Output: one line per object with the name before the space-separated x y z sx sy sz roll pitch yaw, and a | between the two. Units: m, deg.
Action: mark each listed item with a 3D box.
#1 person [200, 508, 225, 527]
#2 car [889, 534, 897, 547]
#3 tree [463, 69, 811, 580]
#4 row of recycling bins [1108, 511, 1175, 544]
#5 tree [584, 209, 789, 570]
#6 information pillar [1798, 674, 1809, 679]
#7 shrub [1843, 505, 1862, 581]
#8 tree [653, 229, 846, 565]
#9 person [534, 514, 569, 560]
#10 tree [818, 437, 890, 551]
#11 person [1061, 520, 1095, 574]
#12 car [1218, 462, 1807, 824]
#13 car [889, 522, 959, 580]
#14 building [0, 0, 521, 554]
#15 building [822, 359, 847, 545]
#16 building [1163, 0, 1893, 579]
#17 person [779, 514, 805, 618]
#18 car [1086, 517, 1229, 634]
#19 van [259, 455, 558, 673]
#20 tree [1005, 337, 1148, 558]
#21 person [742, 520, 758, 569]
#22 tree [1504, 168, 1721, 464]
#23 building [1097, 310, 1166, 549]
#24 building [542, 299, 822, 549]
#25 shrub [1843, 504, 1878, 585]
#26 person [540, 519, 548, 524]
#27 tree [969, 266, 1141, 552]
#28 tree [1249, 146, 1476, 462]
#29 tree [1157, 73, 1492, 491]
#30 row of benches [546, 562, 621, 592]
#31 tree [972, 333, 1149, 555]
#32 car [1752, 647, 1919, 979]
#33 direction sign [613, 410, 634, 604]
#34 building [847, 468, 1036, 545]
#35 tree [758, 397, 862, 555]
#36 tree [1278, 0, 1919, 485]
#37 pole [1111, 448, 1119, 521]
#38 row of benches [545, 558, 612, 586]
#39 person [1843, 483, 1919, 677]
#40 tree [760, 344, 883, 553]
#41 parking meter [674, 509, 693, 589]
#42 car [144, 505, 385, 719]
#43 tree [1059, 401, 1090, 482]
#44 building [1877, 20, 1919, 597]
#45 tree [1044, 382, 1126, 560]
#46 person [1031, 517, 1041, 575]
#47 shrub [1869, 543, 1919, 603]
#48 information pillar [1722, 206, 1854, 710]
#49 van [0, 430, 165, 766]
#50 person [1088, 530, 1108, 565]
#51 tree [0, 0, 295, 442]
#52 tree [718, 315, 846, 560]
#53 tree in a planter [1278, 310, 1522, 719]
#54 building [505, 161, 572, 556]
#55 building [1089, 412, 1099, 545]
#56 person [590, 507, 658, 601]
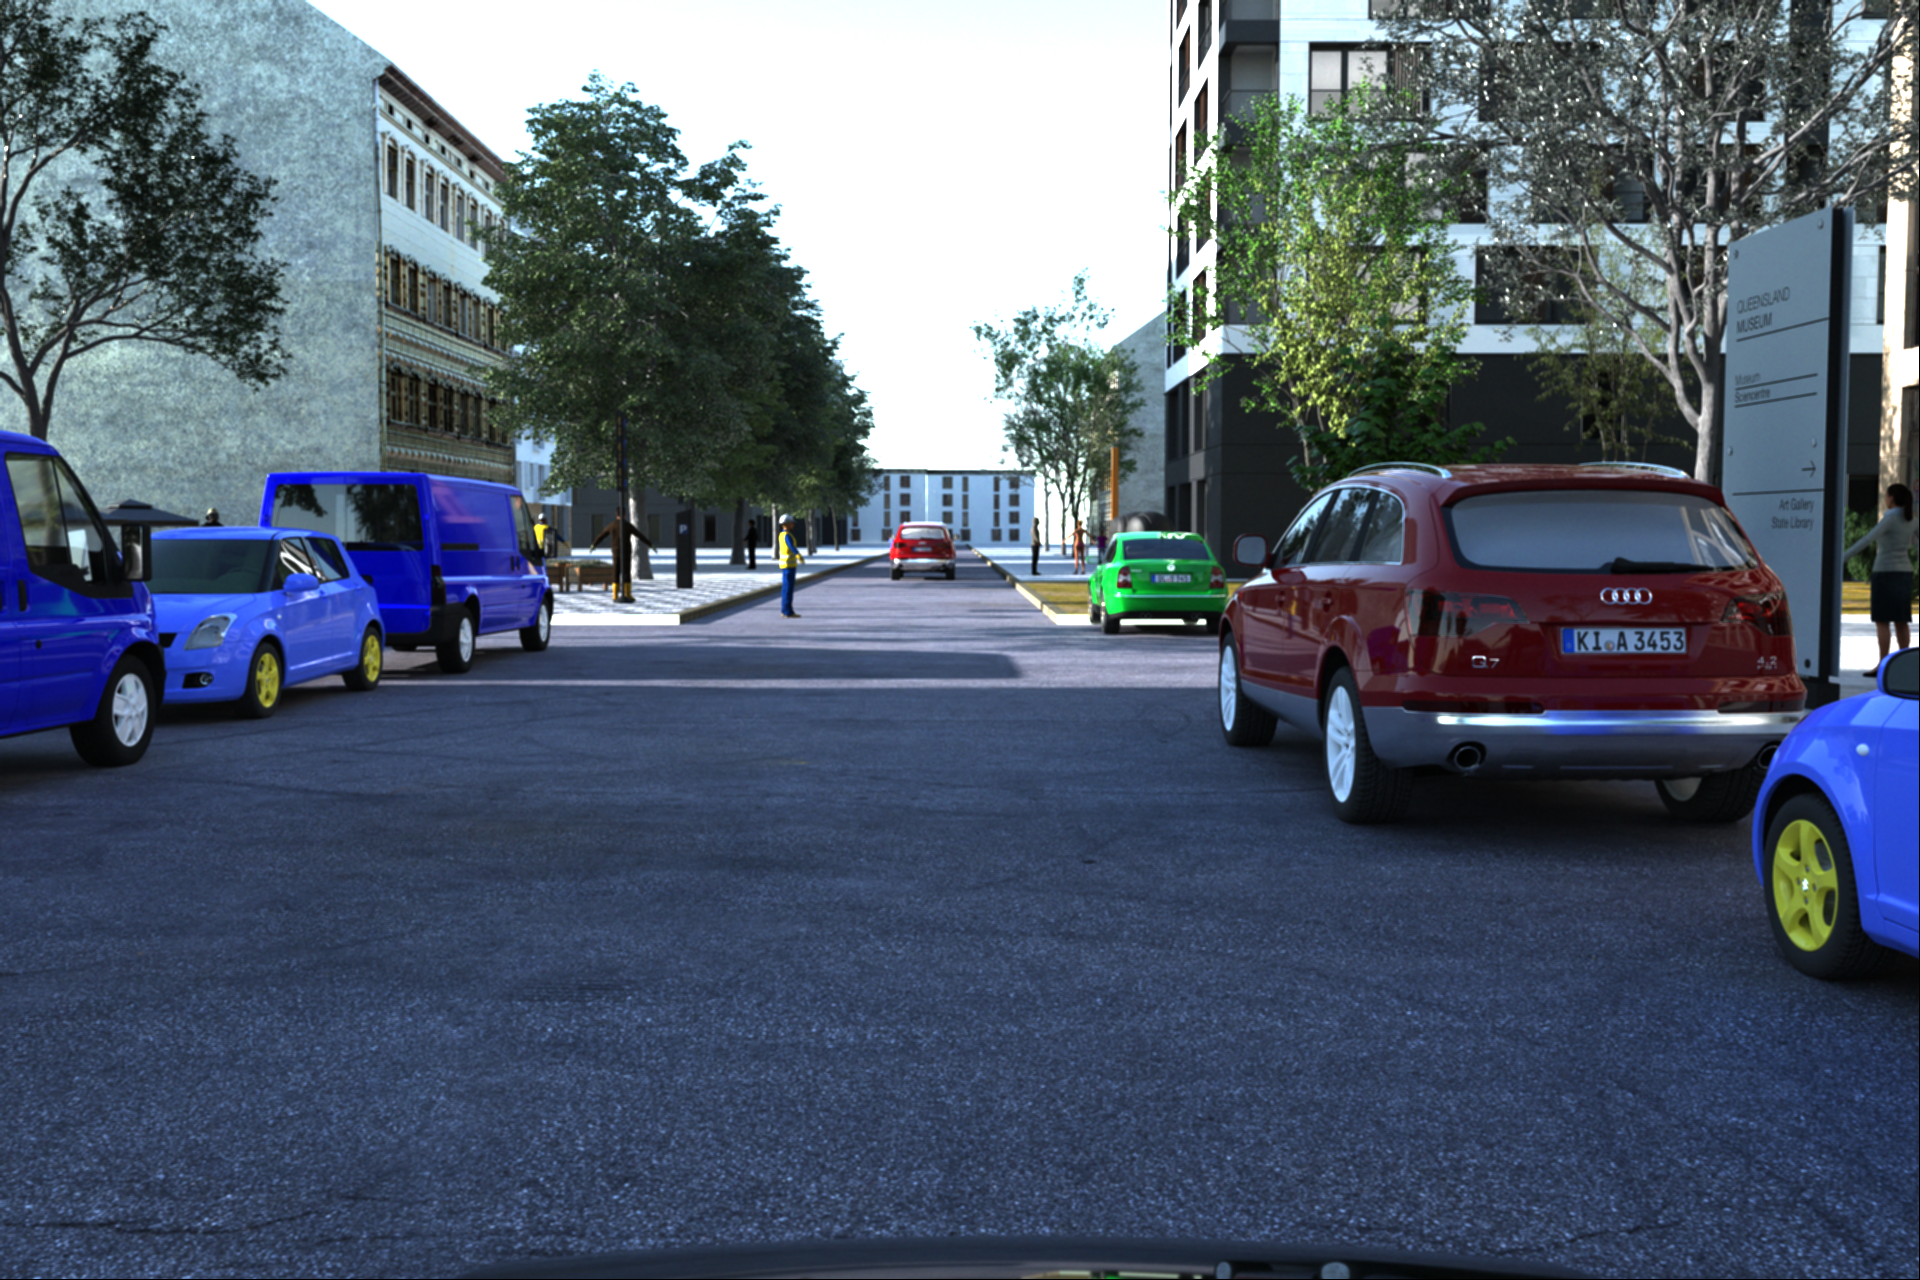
person | -16.475 -1.986 38.247 1.354 1.856 0.705 -3 4 -37
car | -3.399 -5.990 107.520 1.945 1.707 3.694 0 3 0
tree | -8.983 -8.656 48.181 9.857 13.997 8.962 0 3 0
row of recycling bins | 3.367 -1.574 32.845 1.069 1.692 3.534 0 4 -2
tree | -9.899 -8.768 61.490 7.486 12.596 7.792 0 3 0
information pillar | 6.945 -0.615 14.545 0.304 2.012 0.304 0 3 0
shrub | 24.196 -2.656 47.463 1.661 2.075 1.752 0 3 0
tree | -9.369 -10.162 72.810 9.857 13.997 8.962 0 3 0
person | -11.237 -2.496 46.778 1.349 1.833 0.705 1 4 10
tree | -9.436 -12.048 131.398 8.767 10.594 7.601 -2 4 -24
person | 3.810 -2.985 55.611 1.217 1.733 0.721 -1 4 -23
car | 2.852 -0.089 10.126 2.281 1.827 5.304 0 4 -1
car | -1.162 -2.870 55.591 2.281 1.827 5.304 0 4 0
building | -28.085 -14.279 64.392 19.493 23.208 18.063 0 4 -1
building | -27.790 -21.768 199.888 27.936 21.610 32.646 0 4 -1
building | 21.406 -13.527 65.144 27.936 21.610 32.646 0 4 0
person | -2.879 -1.279 29.833 0.721 1.772 1.216 -1 4 -19
car | 2.936 -1.068 26.257 1.959 1.807 4.718 0 3 0
van | -6.012 -0.923 19.471 2.240 2.365 5.245 0 4 0
tree | 6.200 -10.195 92.441 9.928 11.665 9.643 0 3 0
person | -7.599 -3.475 63.008 0.705 1.806 1.347 1 4 13
tree | 12.954 -5.114 33.979 4.360 8.622 3.978 0 3 0
building | 21.981 -19.500 149.756 19.493 23.208 18.063 0 4 0
building | -28.598 -19.760 167.058 27.936 21.610 32.646 0 4 0
shrub | 23.057 -2.389 43.476 1.690 2.028 1.600 0 3 0
person | -13.344 -3.017 55.455 1.347 1.817 0.704 3 4 36
tree | 6.634 -16.405 124.111 12.611 20.169 13.585 0 3 0
tree | 7.323 -5.061 33.104 4.737 8.622 4.395 0 3 0
tree | 8.394 -7.019 40.523 9.928 11.665 9.643 0 3 0
row of benches | -9.400 -1.378 37.992 4.104 0.672 1.422 -3 5 -42
tree | 6.338 -11.889 104.747 12.009 13.543 11.850 0 3 0
car | 3.568 0.311 4.505 1.945 1.707 3.694 0 4 -1
direction sign | -6.253 -2.450 32.055 0.379 3.537 0.876 0 4 0
building | -4.296 -16.960 221.896 28.070 9.664 9.099 0 4 -2
tree | -9.307 -10.362 103.839 7.601 10.594 8.767 2 4 25
tree | 9.244 -6.793 21.434 12.009 13.543 11.850 0 3 0
pole | 3.667 -2.885 41.014 0.158 3.312 0.155 0 3 0
row of benches | -10.299 -1.775 44.480 4.104 0.672 1.422 3 5 44
person | 8.319 -0.534 15.559 1.217 1.735 0.721 -1 4 -19
tree | -9.970 -12.747 115.076 9.857 13.997 8.962 0 3 0
parking meter | -6.497 -2.141 40.714 0.399 1.863 0.255 0 4 0
car | -6.208 -0.304 14.567 1.945 1.707 3.694 0 4 0
tree | 18.768 -22.442 222.821 12.611 20.169 13.585 0 3 0
building | 27.761 -13.042 16.444 19.351 26.588 34.151 0 4 0
tree | 6.174 -8.160 83.782 4.360 8.622 3.978 0 3 0
person | 2.389 -2.930 54.026 0.705 1.813 1.348 0 4 0
shrub | 17.299 -1.273 31.937 1.383 1.207 1.383 0 3 0
information pillar | 6.297 -1.344 13.288 0.184 3.620 1.656 0 4 0
van | -6.050 -0.280 8.960 2.240 2.365 5.245 0 4 0
person | 5.241 -3.353 64.089 0.991 1.433 0.599 0 4 -3
tree | -12.704 -5.463 23.739 7.601 10.594 8.767 1 4 21
tree | -9.390 -10.239 85.540 7.486 12.596 7.792 0 3 0
tree in a planter | 3.432 -1.016 13.838 1.991 3.239 1.994 0 4 0
building | -27.895 -14.241 89.262 16.016 20.090 11.380 0 3 0
building | 24.518 -22.248 194.686 19.493 23.208 18.063 0 3 0
person | -6.451 -1.648 33.084 1.346 1.812 0.704 1 4 8
